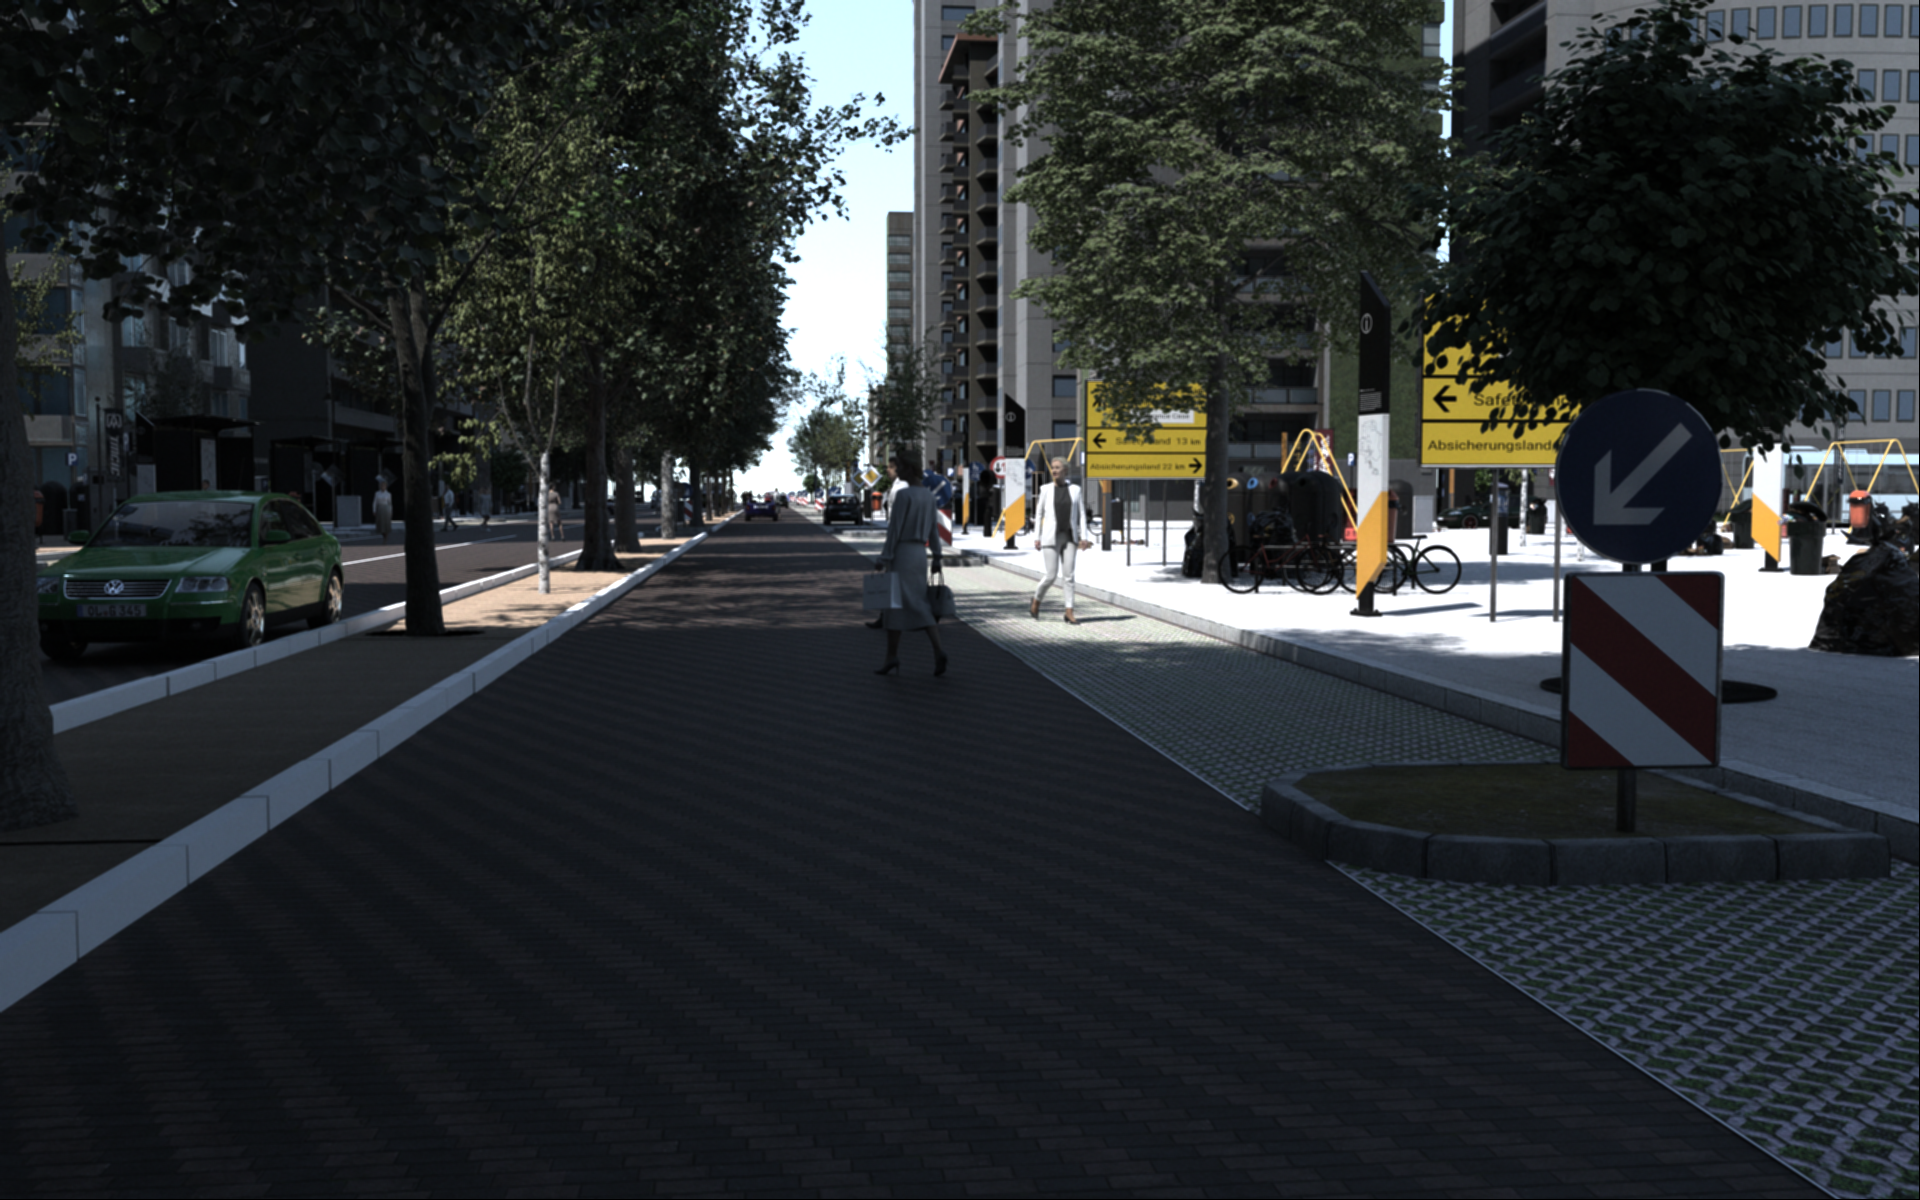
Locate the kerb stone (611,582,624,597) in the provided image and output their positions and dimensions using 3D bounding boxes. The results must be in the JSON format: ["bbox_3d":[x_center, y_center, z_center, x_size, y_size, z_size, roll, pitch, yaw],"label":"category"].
[{"bbox_3d":[-4.828,-0.115,24.149,0.120,0.150,1.000,0,4,-6],"label":"kerb stone"}]

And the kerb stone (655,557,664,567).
[{"bbox_3d":[-5.843,-0.676,33.324,0.120,0.150,1.000,0,4,-6],"label":"kerb stone"}]

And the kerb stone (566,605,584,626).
[{"bbox_3d":[-4.277,0.192,19.055,0.120,0.150,1.000,0,4,-6],"label":"kerb stone"}]

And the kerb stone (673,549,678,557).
[{"bbox_3d":[-6.395,-0.992,38.415,0.120,0.150,1.000,0,4,-6],"label":"kerb stone"}]

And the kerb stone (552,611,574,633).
[{"bbox_3d":[-4.168,0.254,18.039,0.120,0.150,1.000,0,4,-6],"label":"kerb stone"}]

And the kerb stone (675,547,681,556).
[{"bbox_3d":[-6.507,-1.054,39.432,0.120,0.150,1.000,0,4,-6],"label":"kerb stone"}]

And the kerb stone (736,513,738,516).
[{"bbox_3d":[-13.594,-5.010,104.167,0.120,0.150,1.000,0,4,-6],"label":"kerb stone"}]

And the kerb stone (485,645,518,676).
[{"bbox_3d":[-3.718,0.503,13.965,0.120,0.150,1.000,0,4,-6],"label":"kerb stone"}]

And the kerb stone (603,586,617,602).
[{"bbox_3d":[-4.721,-0.057,23.127,0.120,0.150,1.000,0,4,-6],"label":"kerb stone"}]

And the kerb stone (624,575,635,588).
[{"bbox_3d":[-5.051,-0.242,26.181,0.120,0.150,1.000,0,4,-6],"label":"kerb stone"}]

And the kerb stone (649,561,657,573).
[{"bbox_3d":[-5.606,-0.556,31.288,0.120,0.150,1.000,0,4,-6],"label":"kerb stone"}]

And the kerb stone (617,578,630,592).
[{"bbox_3d":[-4.940,-0.182,25.165,0.120,0.150,1.000,0,4,-6],"label":"kerb stone"}]

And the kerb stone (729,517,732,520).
[{"bbox_3d":[-11.911,-4.079,88.884,0.120,0.150,1.000,0,4,-6],"label":"kerb stone"}]

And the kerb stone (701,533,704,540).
[{"bbox_3d":[-7.954,-1.865,52.684,0.120,0.150,1.000,0,4,-6],"label":"kerb stone"}]

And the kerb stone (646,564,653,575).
[{"bbox_3d":[-5.503,-0.484,30.263,0.120,0.150,1.000,0,4,-6],"label":"kerb stone"}]

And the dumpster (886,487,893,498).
[{"bbox_3d":[-3.942,-6.296,108.693,1.264,1.857,1.865,0,4,-6],"label":"dumpster"}]

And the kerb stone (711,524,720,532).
[{"bbox_3d":[-9.685,-2.829,68.502,0.120,0.150,1.000,0,4,-6],"label":"kerb stone"}]

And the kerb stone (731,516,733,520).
[{"bbox_3d":[-12.143,-4.197,90.921,0.120,0.150,1.000,0,4,-6],"label":"kerb stone"}]

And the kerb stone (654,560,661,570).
[{"bbox_3d":[-5.725,-0.614,32.303,0.120,0.150,1.000,0,4,-6],"label":"kerb stone"}]

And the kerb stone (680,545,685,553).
[{"bbox_3d":[-6.728,-1.172,41.468,0.120,0.150,1.000,0,4,-6],"label":"kerb stone"}]

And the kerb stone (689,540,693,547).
[{"bbox_3d":[-7.173,-1.423,45.551,0.120,0.150,1.000,0,4,-6],"label":"kerb stone"}]

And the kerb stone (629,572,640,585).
[{"bbox_3d":[-5.167,-0.306,27.197,0.120,0.150,1.000,0,4,-6],"label":"kerb stone"}]

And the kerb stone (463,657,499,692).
[{"bbox_3d":[-3.604,0.566,12.950,0.120,0.150,1.000,0,4,-6],"label":"kerb stone"}]

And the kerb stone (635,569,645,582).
[{"bbox_3d":[-5.269,-0.368,28.214,0.120,0.150,1.000,0,4,-6],"label":"kerb stone"}]

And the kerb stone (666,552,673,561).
[{"bbox_3d":[-6.167,-0.866,36.381,0.120,0.150,1.000,0,4,-6],"label":"kerb stone"}]

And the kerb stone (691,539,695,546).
[{"bbox_3d":[-7.288,-1.491,46.571,0.120,0.150,1.000,0,4,-6],"label":"kerb stone"}]

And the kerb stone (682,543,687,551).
[{"bbox_3d":[-6.838,-1.237,42.484,0.120,0.150,1.000,0,4,-6],"label":"kerb stone"}]

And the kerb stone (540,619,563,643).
[{"bbox_3d":[-4.046,0.320,17.024,0.120,0.150,1.000,0,4,-6],"label":"kerb stone"}]

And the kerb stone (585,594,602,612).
[{"bbox_3d":[-4.498,0.068,21.089,0.120,0.150,1.000,0,4,-6],"label":"kerb stone"}]

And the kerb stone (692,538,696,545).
[{"bbox_3d":[-7.396,-1.551,47.596,0.120,0.150,1.000,0,4,-6],"label":"kerb stone"}]

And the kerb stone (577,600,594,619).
[{"bbox_3d":[-4.384,0.130,20.072,0.120,0.150,1.000,0,4,-6],"label":"kerb stone"}]

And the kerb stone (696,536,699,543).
[{"bbox_3d":[-7.622,-1.678,49.627,0.120,0.150,1.000,0,4,-6],"label":"kerb stone"}]

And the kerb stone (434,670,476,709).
[{"bbox_3d":[-3.501,0.628,11.929,0.120,0.150,1.000,0,4,-6],"label":"kerb stone"}]

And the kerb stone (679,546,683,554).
[{"bbox_3d":[-6.620,-1.112,40.448,0.120,0.150,1.000,0,4,-6],"label":"kerb stone"}]

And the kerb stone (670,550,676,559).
[{"bbox_3d":[-6.283,-0.930,37.399,0.120,0.150,1.000,0,4,-6],"label":"kerb stone"}]

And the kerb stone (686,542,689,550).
[{"bbox_3d":[-6.947,-1.303,43.507,0.120,0.150,1.000,0,4,-6],"label":"kerb stone"}]

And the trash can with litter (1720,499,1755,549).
[{"bbox_3d":[18.072,-1.768,40.291,1.055,1.170,0.624,-1,4,-13],"label":"trash can with litter"}]

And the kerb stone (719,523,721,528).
[{"bbox_3d":[-9.903,-2.953,70.534,0.120,0.150,1.000,0,4,-6],"label":"kerb stone"}]

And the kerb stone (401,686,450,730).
[{"bbox_3d":[-3.388,0.690,10.913,0.120,0.150,1.000,0,4,-6],"label":"kerb stone"}]

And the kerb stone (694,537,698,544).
[{"bbox_3d":[-7.505,-1.614,48.612,0.120,0.150,1.000,0,4,-6],"label":"kerb stone"}]

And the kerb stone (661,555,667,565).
[{"bbox_3d":[-5.960,-0.743,34.347,0.120,0.150,1.000,0,4,-6],"label":"kerb stone"}]

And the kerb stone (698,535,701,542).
[{"bbox_3d":[-7.732,-1.740,50.644,0.120,0.150,1.000,0,4,-6],"label":"kerb stone"}]

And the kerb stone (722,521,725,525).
[{"bbox_3d":[-10.460,-3.269,75.638,0.120,0.150,1.000,0,4,-6],"label":"kerb stone"}]

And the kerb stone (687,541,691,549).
[{"bbox_3d":[-7.061,-1.366,44.528,0.120,0.150,1.000,0,4,-6],"label":"kerb stone"}]

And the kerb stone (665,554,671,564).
[{"bbox_3d":[-6.050,-0.806,35.366,0.120,0.150,1.000,0,4,-6],"label":"kerb stone"}]

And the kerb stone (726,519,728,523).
[{"bbox_3d":[-11.026,-3.581,80.741,0.120,0.150,1.000,0,4,-6],"label":"kerb stone"}]

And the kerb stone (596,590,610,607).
[{"bbox_3d":[-4.605,0.005,22.112,0.120,0.150,1.000,0,4,-6],"label":"kerb stone"}]

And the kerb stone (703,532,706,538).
[{"bbox_3d":[-8.182,-1.987,54.716,0.120,0.150,1.000,0,4,-6],"label":"kerb stone"}]

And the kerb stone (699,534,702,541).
[{"bbox_3d":[-7.843,-1.802,51.660,0.120,0.150,1.000,0,4,-6],"label":"kerb stone"}]

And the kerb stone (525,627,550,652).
[{"bbox_3d":[-3.939,0.382,16.001,0.120,0.150,1.000,0,4,-6],"label":"kerb stone"}]

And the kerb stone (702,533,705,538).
[{"bbox_3d":[-8.061,-1.927,53.700,0.120,0.150,1.000,0,4,-6],"label":"kerb stone"}]

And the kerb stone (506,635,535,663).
[{"bbox_3d":[-3.833,0.441,14.984,0.120,0.150,1.000,0,4,-6],"label":"kerb stone"}]

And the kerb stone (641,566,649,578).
[{"bbox_3d":[-5.389,-0.431,29.241,0.120,0.150,1.000,0,4,-6],"label":"kerb stone"}]
